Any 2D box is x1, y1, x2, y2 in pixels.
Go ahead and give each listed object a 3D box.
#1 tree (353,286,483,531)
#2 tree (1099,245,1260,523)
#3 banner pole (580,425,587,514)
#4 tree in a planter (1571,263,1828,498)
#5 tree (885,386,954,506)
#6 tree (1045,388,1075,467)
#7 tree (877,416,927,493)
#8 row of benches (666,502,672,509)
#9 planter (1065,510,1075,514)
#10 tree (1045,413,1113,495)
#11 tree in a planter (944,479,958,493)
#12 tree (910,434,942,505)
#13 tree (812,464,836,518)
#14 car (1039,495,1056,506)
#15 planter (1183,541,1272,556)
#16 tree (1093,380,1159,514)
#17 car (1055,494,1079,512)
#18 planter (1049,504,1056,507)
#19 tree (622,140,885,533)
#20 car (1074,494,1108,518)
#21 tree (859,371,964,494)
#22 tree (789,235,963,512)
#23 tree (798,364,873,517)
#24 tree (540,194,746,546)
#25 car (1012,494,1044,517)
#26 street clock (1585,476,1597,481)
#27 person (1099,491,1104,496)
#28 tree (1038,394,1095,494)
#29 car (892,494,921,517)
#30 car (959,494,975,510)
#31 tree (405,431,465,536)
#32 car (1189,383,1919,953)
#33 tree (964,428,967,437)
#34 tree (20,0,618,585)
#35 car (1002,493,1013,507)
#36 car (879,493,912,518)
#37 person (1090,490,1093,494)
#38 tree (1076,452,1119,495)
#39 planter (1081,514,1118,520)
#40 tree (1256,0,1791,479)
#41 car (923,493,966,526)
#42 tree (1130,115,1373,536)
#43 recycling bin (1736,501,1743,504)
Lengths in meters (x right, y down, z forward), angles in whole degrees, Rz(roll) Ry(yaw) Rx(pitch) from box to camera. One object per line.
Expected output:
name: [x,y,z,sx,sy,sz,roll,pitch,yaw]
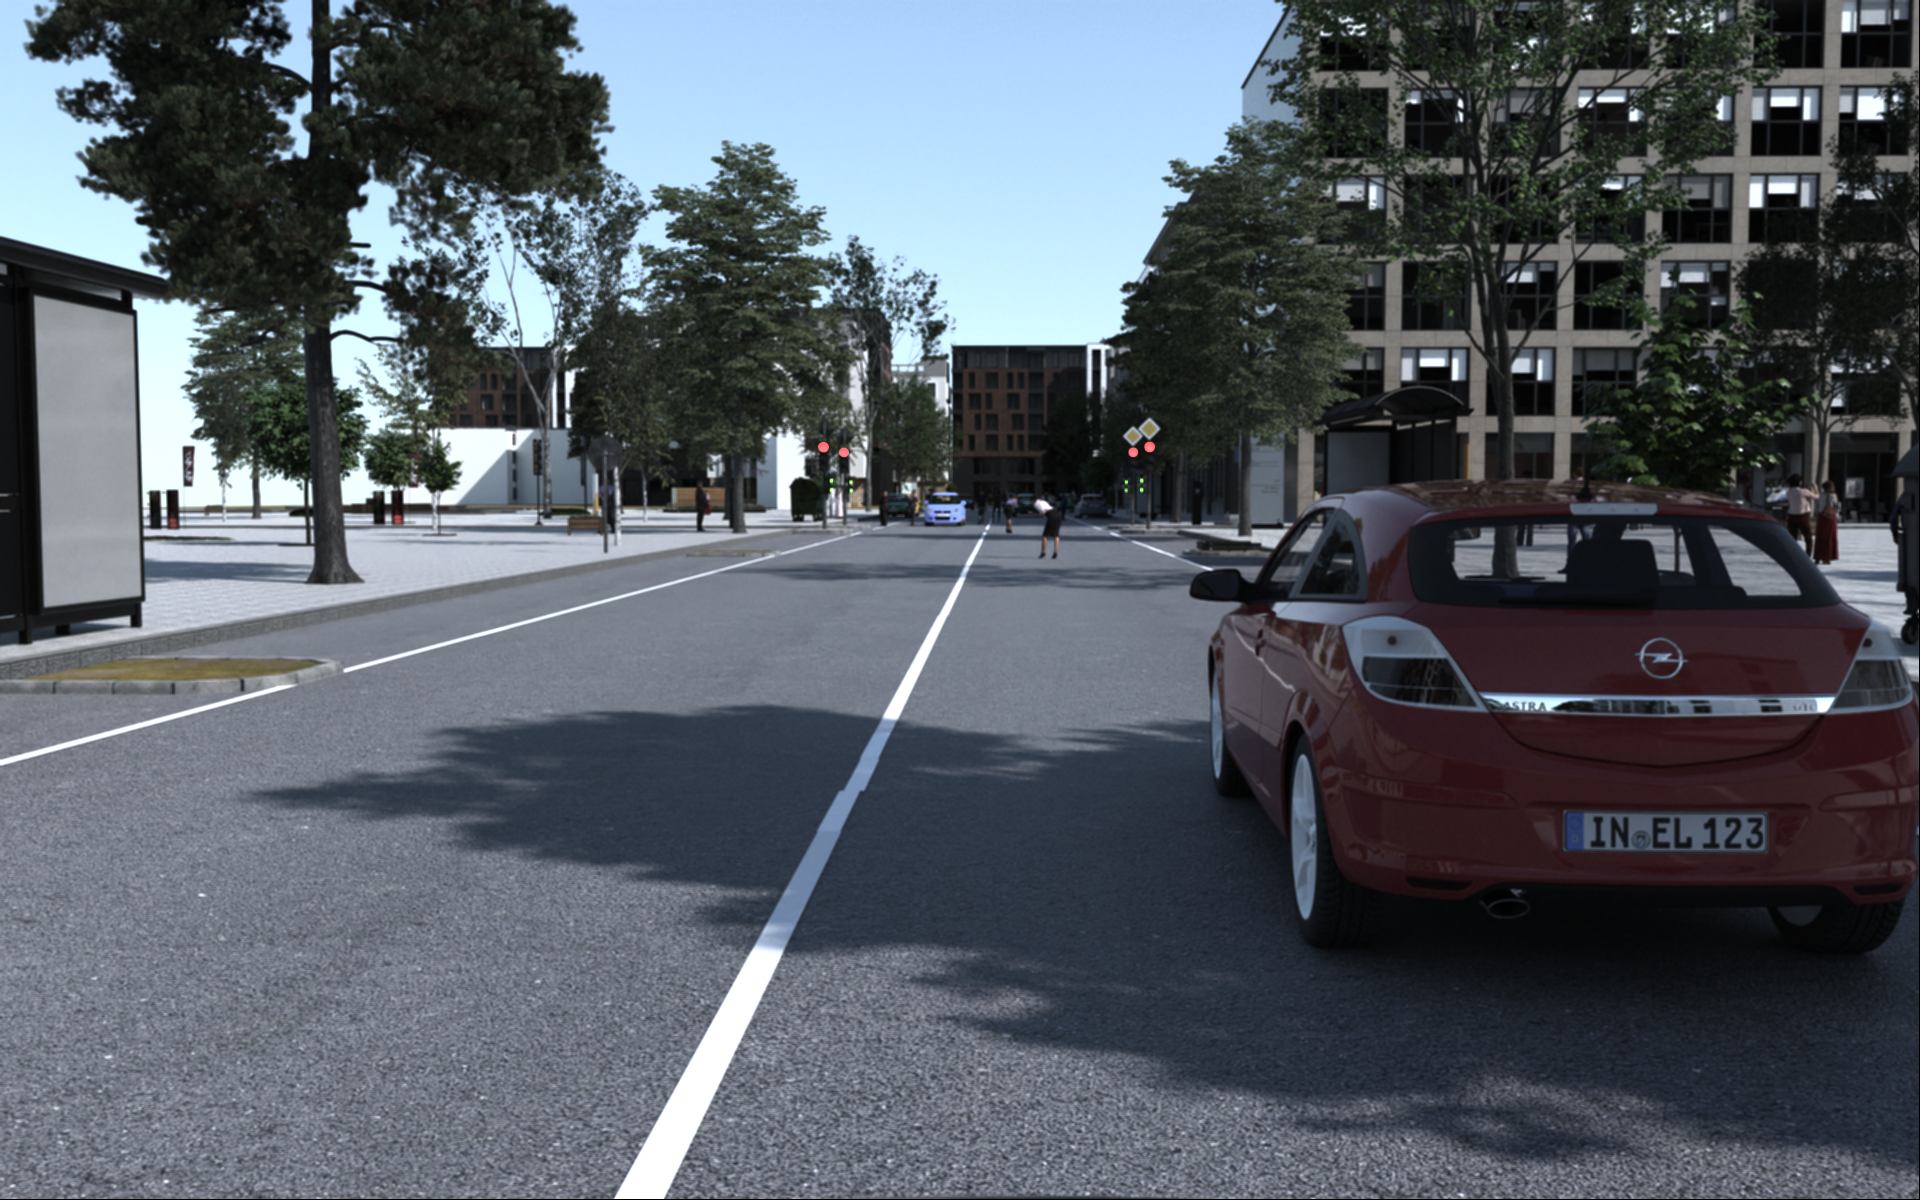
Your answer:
tree: [-18.702,-6.751,60.733,4.737,8.622,4.395,0,3,0]
tree: [9.666,-9.440,76.404,6.751,12.117,7.091,0,3,0]
banner pole: [-13.623,-4.445,62.698,0.401,3.779,0.863,0,4,3]
tree in a planter: [5.582,-0.992,13.439,1.991,3.239,1.994,0,4,1]
tree: [-4.418,-16.109,181.512,7.486,12.596,7.792,0,3,0]
tree: [11.930,-14.654,165.344,9.928,11.665,9.643,0,3,0]
tree: [-5.412,-12.546,155.492,4.360,8.622,3.978,0,3,0]
row of benches: [-22.384,-7.490,137.930,1.422,0.672,4.104,-2,4,-30]
planter: [8.430,-6.260,123.487,1.991,0.319,1.994,0,4,1]
tree: [13.152,-15.367,185.657,8.767,10.594,7.601,0,4,7]
tree in a planter: [-1.072,-12.427,200.400,1.991,3.239,1.994,0,4,1]
tree: [-4.046,-15.066,196.696,4.737,8.622,4.395,0,3,0]
tree: [-7.283,-5.995,92.620,1.663,3.219,1.824,0,3,0]
car: [10.409,-11.822,205.653,2.083,1.381,4.827,0,4,0]
planter: [6.301,-1.210,40.923,1.991,0.319,1.994,0,4,1]
tree: [10.801,-9.732,109.481,4.737,8.622,4.395,0,3,0]
car: [8.836,-8.177,142.489,1.959,1.807,4.718,0,4,1]
planter: [10.418,-10.919,199.672,1.991,0.319,1.994,0,4,1]
tree: [-7.017,-8.421,55.804,7.486,12.596,7.792,0,3,0]
car: [7.786,-5.559,102.890,2.014,1.417,4.499,0,4,0]
tree: [-4.987,-13.455,145.749,9.928,11.665,9.643,0,3,0]
tree: [-6.136,-16.462,125.048,12.611,20.169,13.585,0,3,0]
tree: [-6.986,-8.946,96.635,4.737,8.622,4.395,0,3,0]
tree: [-8.288,-5.638,42.538,4.360,8.622,3.978,0,3,0]
car: [4.185,-5.910,108.420,2.131,1.459,4.920,0,4,2]
street clock: [25.690,-4.036,70.566,0.471,2.002,0.358,-1,4,-20]
person: [15.702,-11.458,193.256,0.709,1.838,0.599,-2,4,-31]
tree: [13.692,-19.170,220.854,7.806,13.903,7.818,0,3,0]
car: [-3.496,-6.174,111.163,2.015,1.641,3.980,0,3,0]
car: [0.414,-8.964,156.348,2.009,1.686,4.222,0,4,3]
tree: [-16.036,-3.601,53.470,1.663,3.219,1.824,0,3,0]
car: [2.040,0.130,6.919,2.155,1.783,4.494,0,4,3]
tree: [-3.177,-18.012,220.245,9.928,11.665,9.643,0,3,0]
tree: [-9.124,-7.178,24.782,7.806,13.903,7.818,0,3,0]
car: [5.603,-11.379,195.640,1.945,1.707,3.694,0,4,2]
car: [-3.830,-5.778,103.268,1.959,1.807,4.718,0,4,1]
person: [13.204,-10.168,173.004,0.721,1.735,1.217,-1,4,-13]
tree: [10.611,-9.173,133.695,4.285,4.588,4.351,0,3,0]
planter: [7.730,-4.601,96.358,1.991,0.319,1.994,0,4,1]
tree: [8.048,-6.117,25.772,9.928,11.665,9.643,0,3,0]
car: [-0.668,-4.198,78.223,1.945,1.707,3.694,0,4,3]
tree: [9.006,-8.204,52.268,7.486,12.596,7.792,0,3,0]
recycling bin: [27.913,-3.080,62.917,0.722,1.027,0.722,-3,4,-36]
